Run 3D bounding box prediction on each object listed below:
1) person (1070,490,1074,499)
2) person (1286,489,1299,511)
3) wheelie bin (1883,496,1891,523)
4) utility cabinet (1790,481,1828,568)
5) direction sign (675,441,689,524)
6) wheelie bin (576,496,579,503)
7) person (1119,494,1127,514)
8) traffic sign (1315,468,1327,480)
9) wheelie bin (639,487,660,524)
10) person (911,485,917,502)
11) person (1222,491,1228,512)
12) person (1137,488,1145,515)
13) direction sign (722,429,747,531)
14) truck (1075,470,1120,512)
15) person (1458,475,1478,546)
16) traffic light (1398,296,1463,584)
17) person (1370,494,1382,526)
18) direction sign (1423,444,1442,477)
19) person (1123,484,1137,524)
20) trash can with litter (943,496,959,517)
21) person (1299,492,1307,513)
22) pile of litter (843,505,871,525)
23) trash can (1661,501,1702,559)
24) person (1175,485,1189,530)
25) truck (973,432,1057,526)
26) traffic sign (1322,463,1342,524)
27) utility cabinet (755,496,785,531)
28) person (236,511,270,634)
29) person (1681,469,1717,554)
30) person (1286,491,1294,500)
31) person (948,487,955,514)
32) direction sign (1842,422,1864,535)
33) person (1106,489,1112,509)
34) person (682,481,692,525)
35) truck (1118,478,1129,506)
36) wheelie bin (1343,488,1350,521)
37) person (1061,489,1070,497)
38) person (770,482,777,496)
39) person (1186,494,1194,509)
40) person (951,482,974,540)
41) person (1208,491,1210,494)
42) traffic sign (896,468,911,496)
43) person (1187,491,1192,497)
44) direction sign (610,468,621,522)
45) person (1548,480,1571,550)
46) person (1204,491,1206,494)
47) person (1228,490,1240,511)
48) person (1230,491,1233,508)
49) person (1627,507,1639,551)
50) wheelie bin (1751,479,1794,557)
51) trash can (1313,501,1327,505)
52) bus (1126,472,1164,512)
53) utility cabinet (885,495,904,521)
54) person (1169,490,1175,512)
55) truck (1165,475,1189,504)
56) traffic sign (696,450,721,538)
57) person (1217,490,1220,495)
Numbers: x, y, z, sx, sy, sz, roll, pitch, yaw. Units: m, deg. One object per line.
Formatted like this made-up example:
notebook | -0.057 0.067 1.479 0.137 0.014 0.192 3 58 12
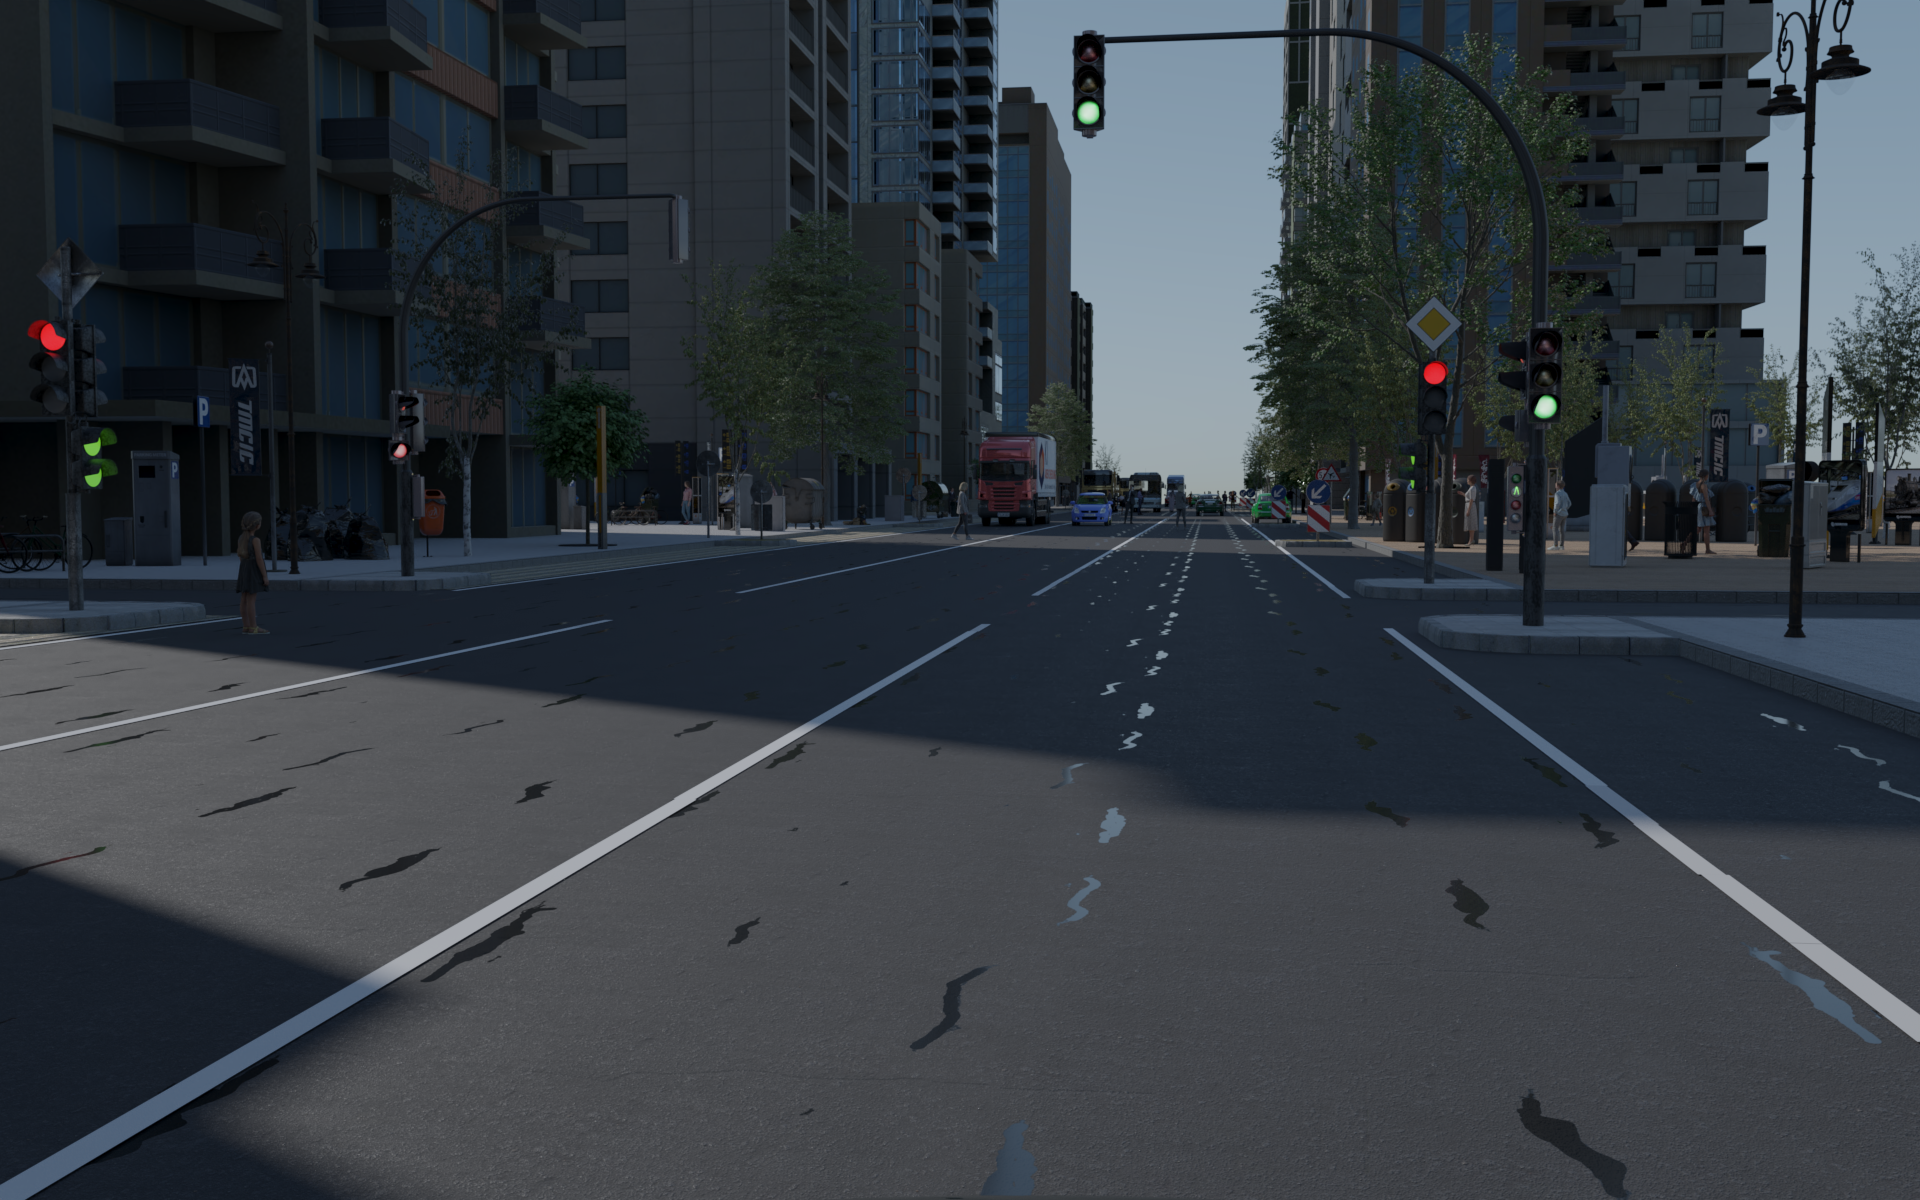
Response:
person | 14.233 -13.054 219.566 0.705 1.814 1.350 -1 4 -12
person | 25.616 -7.837 134.185 1.348 1.822 0.705 0 4 8
wheelie bin | 41.333 -4.255 77.480 0.693 1.594 0.980 1 4 9
utility cabinet | 14.688 -1.299 29.921 0.318 1.500 1.173 3 5 40
direction sign | -11.805 -4.991 73.601 0.379 3.537 0.876 2 4 30
wheelie bin | -17.916 -4.352 79.062 0.980 1.594 0.693 -1 4 -18
person | 11.430 -6.728 121.689 0.799 1.438 0.628 2 4 25
traffic sign | 17.480 -5.089 83.313 0.768 2.556 0.104 1 4 16
wheelie bin | -13.451 -4.114 75.173 0.693 1.594 0.980 1 4 19
person | -2.656 -5.759 100.388 0.419 1.800 0.721 0 4 -1
person | 21.644 -8.088 141.651 0.541 1.710 0.530 -1 4 -12
person | 12.446 -6.735 118.491 0.599 1.838 0.709 1 4 18
direction sign | -7.891 -4.201 60.676 0.876 3.537 0.379 -1 4 -14
truck | 11.277 -8.760 139.144 3.469 3.379 9.791 0 4 8
person | 12.606 -2.227 43.025 0.524 1.755 0.480 1 4 21
traffic light | 6.708 -2.190 24.723 0.839 4.253 0.868 1 4 8
person | 16.891 -3.658 70.132 0.640 1.303 0.475 -3 5 -42
direction sign | 21.235 -5.260 78.005 0.876 3.537 0.379 2 4 31
person | 8.233 -4.642 83.754 0.648 1.900 0.474 0 4 7
trash can with litter | -0.525 -5.211 96.588 1.055 1.170 0.624 0 4 7
person | 23.116 -6.749 116.406 0.705 1.823 1.348 -1 4 -16
pile of litter | -4.298 -3.540 71.844 1.176 0.858 1.719 0 4 -5
trash can | 14.280 -1.385 34.303 0.748 1.137 0.748 0 3 0
person | 8.938 -3.748 69.970 0.526 1.800 0.537 -2 4 -34
truck | 2.682 -5.601 80.486 2.839 4.237 11.283 1 4 9
traffic sign | 15.721 -4.487 73.371 0.884 2.594 0.081 1 4 16
utility cabinet | -6.561 -2.977 59.835 1.020 1.237 0.306 1 4 12
person | -7.264 -0.283 17.797 0.362 1.253 0.373 3 5 40
person | 15.681 -1.866 36.645 0.778 1.811 0.616 0 4 -1
person | 31.515 -9.867 166.992 1.348 1.869 0.705 2 4 31
person | -0.618 -6.402 111.511 0.742 1.727 0.445 -3 5 -45
direction sign | 28.150 -3.832 54.656 0.379 3.537 0.876 -1 4 -16
person | 10.255 -6.826 120.628 0.750 1.759 0.617 1 4 13
person | -11.311 -4.008 71.585 0.555 1.821 0.388 3 4 37
truck | 20.105 -12.735 204.135 3.469 3.379 9.791 0 4 7
wheelie bin | 18.939 -4.650 83.940 0.693 1.594 0.980 0 4 4
person | 11.909 -11.559 195.034 0.705 1.823 1.348 -3 5 -41
person | -7.393 -3.663 66.524 0.593 1.750 0.643 -3 5 -42
person | 21.907 -9.372 164.990 1.065 1.426 0.557 1 4 18
person | 0.092 -2.785 54.219 0.728 1.800 0.709 0 4 6
person | 34.966 -14.399 243.552 1.348 1.869 0.705 -1 4 -21
traffic sign | -2.738 -5.105 83.578 0.768 2.556 0.104 1 4 13
person | 31.416 -13.868 235.332 1.348 1.812 0.705 0 4 -8
direction sign | -15.714 -5.323 79.023 0.379 3.537 0.876 1 4 22
person | 13.802 -1.957 39.845 0.589 1.601 0.330 -2 4 -31
person | 35.238 -14.740 249.639 1.348 1.807 0.705 -3 5 -40
person | 23.173 -8.448 147.143 1.217 1.766 0.721 1 4 18
person | 27.327 -10.040 173.368 0.721 1.743 1.217 0 4 6
person | 14.777 -1.998 38.622 0.836 1.842 0.656 -1 4 -16
wheelie bin | 16.637 -1.674 35.284 0.980 1.594 0.693 2 4 27
trash can | 16.147 -4.042 77.744 0.748 1.137 0.748 0 3 0
bus | 15.133 -8.939 141.004 2.948 3.499 13.247 0 4 6
utility cabinet | -3.094 -4.326 81.897 1.020 1.237 0.306 3 5 40
person | 16.754 -7.806 136.795 0.551 1.740 0.621 1 4 12
truck | 31.232 -15.791 247.936 2.967 4.110 18.799 1 4 10
traffic sign | -7.340 -3.080 50.459 0.768 2.556 0.104 1 4 13
person | 27.972 -10.982 188.022 0.705 1.831 1.348 0 4 -5
